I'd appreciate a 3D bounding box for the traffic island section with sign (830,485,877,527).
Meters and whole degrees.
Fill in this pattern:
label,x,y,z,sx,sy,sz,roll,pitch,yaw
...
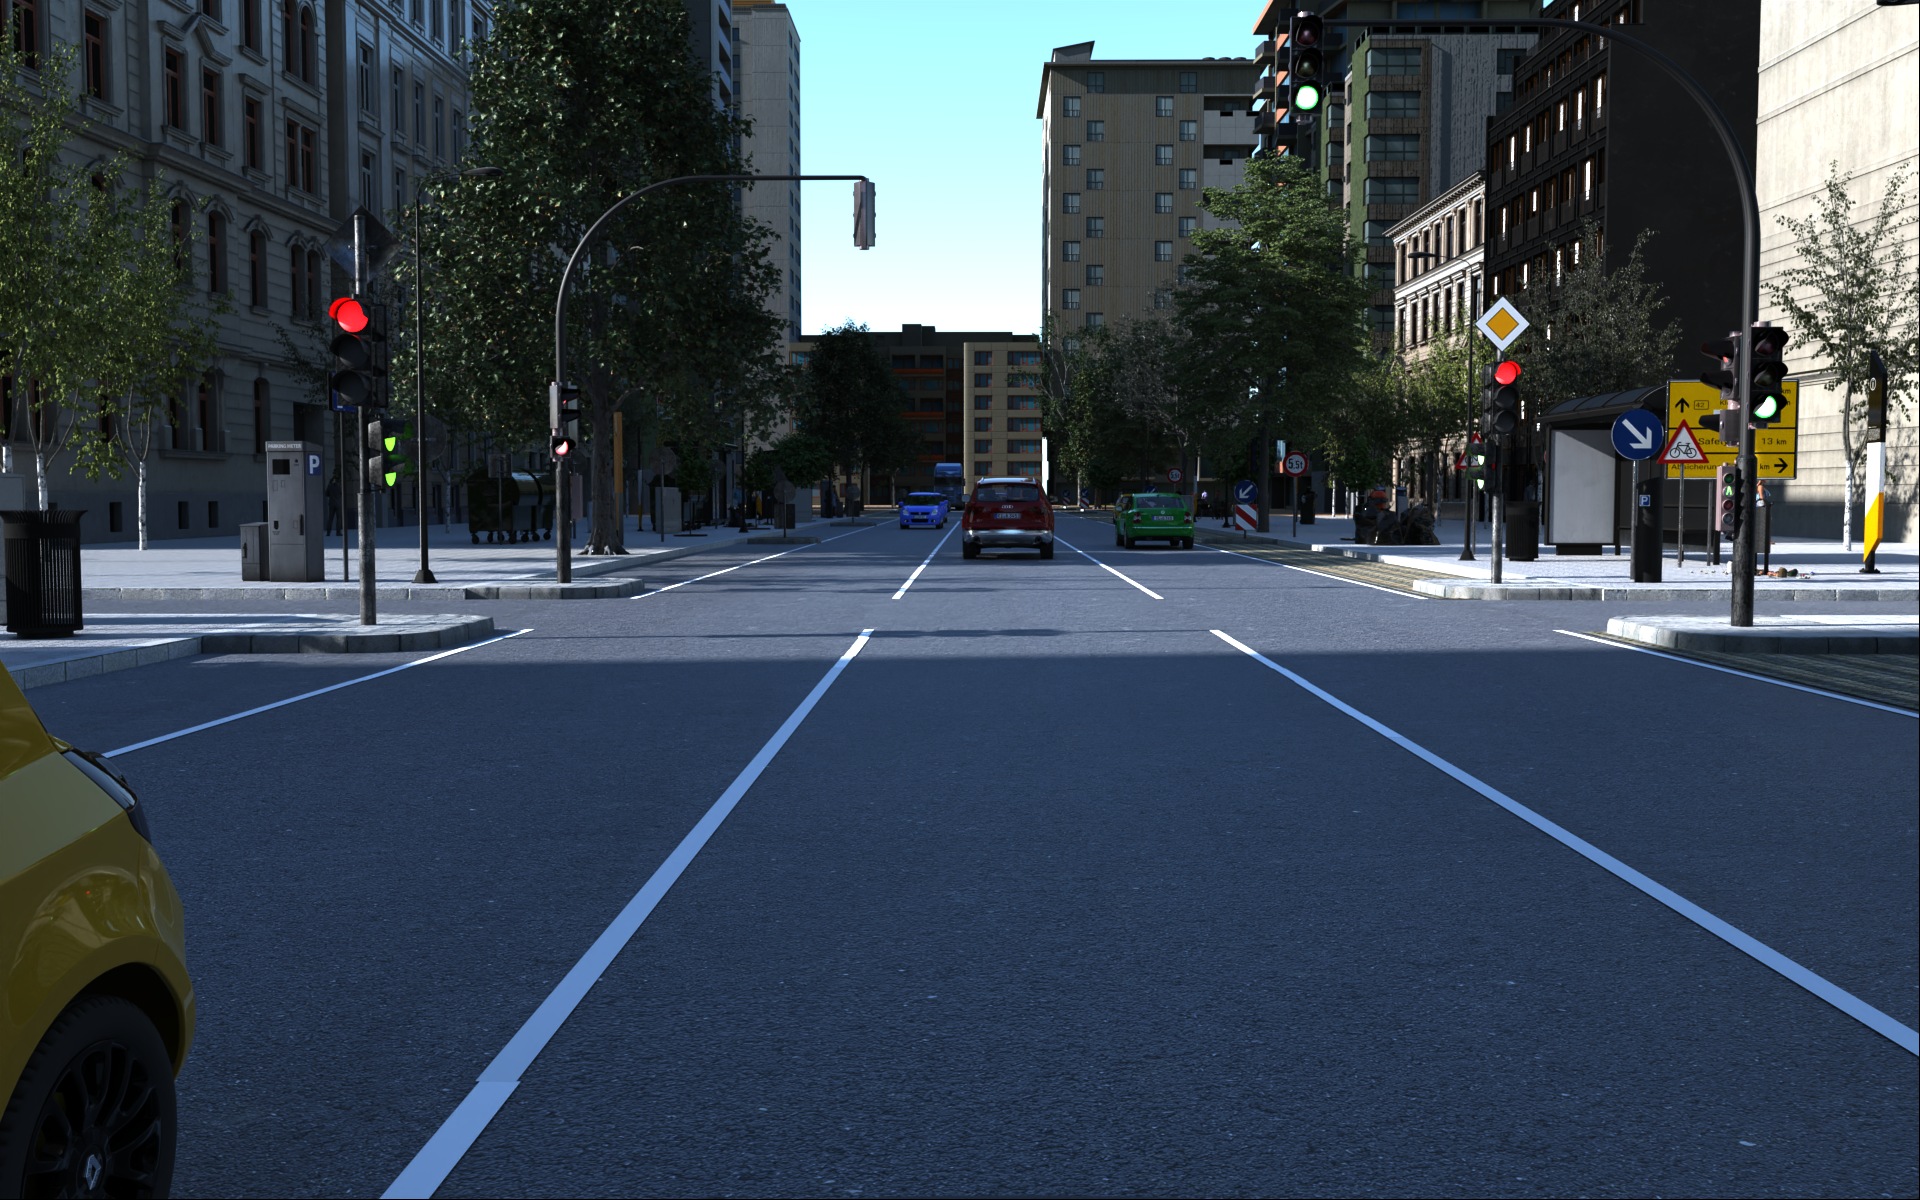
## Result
label,x,y,z,sx,sy,sz,roll,pitch,yaw
traffic island section with sign,-4.736,-4.206,77.392,1.989,1.847,2.006,0,4,1

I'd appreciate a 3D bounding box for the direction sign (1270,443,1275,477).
label,x,y,z,sx,sy,sz,roll,pitch,yaw
direction sign,13.565,-5.196,76.947,0.876,3.537,0.379,-1,4,-17

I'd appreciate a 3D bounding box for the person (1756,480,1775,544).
label,x,y,z,sx,sy,sz,roll,pitch,yaw
person,20.278,-2.310,43.914,0.778,1.811,0.616,1,4,19

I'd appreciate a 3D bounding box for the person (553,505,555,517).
label,x,y,z,sx,sy,sz,roll,pitch,yaw
person,-16.925,-4.002,71.504,0.581,1.822,0.654,0,4,-1

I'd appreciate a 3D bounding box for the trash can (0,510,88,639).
label,x,y,z,sx,sy,sz,roll,pitch,yaw
trash can,-8.213,-0.237,15.522,0.748,1.137,0.748,0,3,0

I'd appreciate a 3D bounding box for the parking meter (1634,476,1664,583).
label,x,y,z,sx,sy,sz,roll,pitch,yaw
parking meter,10.007,-1.024,25.148,0.372,1.533,0.369,0,3,0

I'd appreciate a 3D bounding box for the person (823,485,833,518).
label,x,y,z,sx,sy,sz,roll,pitch,yaw
person,-7.024,-5.270,92.621,0.576,1.772,0.534,1,4,22

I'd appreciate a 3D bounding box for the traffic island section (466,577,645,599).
label,x,y,z,sx,sy,sz,roll,pitch,yaw
traffic island section,-5.730,-0.167,25.004,2.009,0.180,2.903,0,4,1

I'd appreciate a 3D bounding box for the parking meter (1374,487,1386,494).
label,x,y,z,sx,sy,sz,roll,pitch,yaw
parking meter,14.247,-3.082,58.796,0.372,1.533,0.369,0,3,0

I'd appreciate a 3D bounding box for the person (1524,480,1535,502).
label,x,y,z,sx,sy,sz,roll,pitch,yaw
person,22.213,-3.749,67.437,0.850,1.850,0.679,0,4,5

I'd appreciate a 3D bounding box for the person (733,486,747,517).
label,x,y,z,sx,sy,sz,roll,pitch,yaw
person,-10.584,-4.724,83.306,0.660,1.820,0.620,0,4,-8

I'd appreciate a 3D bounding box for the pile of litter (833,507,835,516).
label,x,y,z,sx,sy,sz,roll,pitch,yaw
pile of litter,-7.498,-5.255,99.885,1.719,0.858,1.176,0,4,-4

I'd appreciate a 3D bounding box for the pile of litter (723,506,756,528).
label,x,y,z,sx,sy,sz,roll,pitch,yaw
pile of litter,-8.531,-3.243,66.989,1.176,0.858,1.719,-2,4,-32

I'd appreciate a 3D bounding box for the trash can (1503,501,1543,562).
label,x,y,z,sx,sy,sz,roll,pitch,yaw
trash can,10.734,-1.310,33.066,0.748,1.137,0.748,0,3,0

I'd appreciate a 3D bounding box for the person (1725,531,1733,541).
label,x,y,z,sx,sy,sz,roll,pitch,yaw
person,21.282,-2.494,47.095,0.850,1.792,0.678,1,4,19

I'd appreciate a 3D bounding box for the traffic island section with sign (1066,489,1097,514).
label,x,y,z,sx,sy,sz,roll,pitch,yaw
traffic island section with sign,9.013,-7.250,127.161,1.989,1.847,2.006,0,4,1

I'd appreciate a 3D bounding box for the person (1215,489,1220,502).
label,x,y,z,sx,sy,sz,roll,pitch,yaw
person,25.038,-9.915,168.880,0.721,1.743,1.217,2,4,28

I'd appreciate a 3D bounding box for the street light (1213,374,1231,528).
label,x,y,z,sx,sy,sz,roll,pitch,yaw
street light,9.640,-5.717,66.008,1.470,5.913,1.316,0,4,1

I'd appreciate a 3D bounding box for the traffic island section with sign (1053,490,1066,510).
label,x,y,z,sx,sy,sz,roll,pitch,yaw
traffic island section with sign,9.371,-8.946,154.901,1.989,1.847,2.006,0,4,1

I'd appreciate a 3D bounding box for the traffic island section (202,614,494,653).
label,x,y,z,sx,sy,sz,roll,pitch,yaw
traffic island section,-5.831,0.322,17.020,2.009,0.180,2.903,0,4,1

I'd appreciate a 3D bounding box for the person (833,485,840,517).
label,x,y,z,sx,sy,sz,roll,pitch,yaw
person,-7.090,-5.595,97.610,0.616,1.811,0.778,2,4,24

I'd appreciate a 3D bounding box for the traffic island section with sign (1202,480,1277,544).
label,x,y,z,sx,sy,sz,roll,pitch,yaw
traffic island section with sign,8.038,-2.534,50.055,1.989,1.847,2.006,0,4,1

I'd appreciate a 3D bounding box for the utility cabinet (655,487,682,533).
label,x,y,z,sx,sy,sz,roll,pitch,yaw
utility cabinet,-9.471,-2.914,56.330,0.318,1.500,1.173,1,4,20

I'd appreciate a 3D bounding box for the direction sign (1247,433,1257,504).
label,x,y,z,sx,sy,sz,roll,pitch,yaw
direction sign,10.778,-4.405,64.024,0.379,3.537,0.876,-1,4,-12

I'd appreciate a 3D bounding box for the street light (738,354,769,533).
label,x,y,z,sx,sy,sz,roll,pitch,yaw
street light,-6.662,-5.193,57.452,1.470,5.913,1.316,0,4,1

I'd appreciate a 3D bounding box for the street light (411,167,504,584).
label,x,y,z,sx,sy,sz,roll,pitch,yaw
street light,-7.176,-3.195,24.779,1.470,5.913,1.316,0,4,1

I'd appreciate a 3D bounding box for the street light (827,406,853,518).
label,x,y,z,sx,sy,sz,roll,pitch,yaw
street light,-6.305,-7.243,90.964,1.470,5.913,1.316,0,4,1

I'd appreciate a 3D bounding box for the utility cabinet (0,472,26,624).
label,x,y,z,sx,sy,sz,roll,pitch,yaw
utility cabinet,-9.686,-0.526,17.275,1.173,1.500,0.318,3,5,40

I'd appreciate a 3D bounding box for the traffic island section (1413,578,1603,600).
label,x,y,z,sx,sy,sz,roll,pitch,yaw
traffic island section,7.711,-0.156,24.829,2.009,0.180,2.903,0,4,1

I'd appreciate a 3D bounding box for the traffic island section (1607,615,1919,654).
label,x,y,z,sx,sy,sz,roll,pitch,yaw
traffic island section,7.609,0.332,16.845,2.009,0.180,2.903,0,4,1

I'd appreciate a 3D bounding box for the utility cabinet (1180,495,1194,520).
label,x,y,z,sx,sy,sz,roll,pitch,yaw
utility cabinet,10.942,-4.485,84.491,0.306,1.237,1.020,-3,5,-44

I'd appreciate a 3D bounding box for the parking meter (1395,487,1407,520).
label,x,y,z,sx,sy,sz,roll,pitch,yaw
parking meter,14.975,-3.082,58.797,0.372,1.533,0.369,0,3,0

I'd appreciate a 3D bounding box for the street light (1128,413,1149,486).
label,x,y,z,sx,sy,sz,roll,pitch,yaw
street light,10.176,-7.715,98.682,1.470,5.913,1.316,0,4,1

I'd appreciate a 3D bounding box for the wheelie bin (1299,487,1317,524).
label,x,y,z,sx,sy,sz,roll,pitch,yaw
wheelie bin,14.755,-4.003,73.361,0.693,1.594,0.980,1,4,22

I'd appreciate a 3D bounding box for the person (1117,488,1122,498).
label,x,y,z,sx,sy,sz,roll,pitch,yaw
person,15.161,-9.650,163.911,0.705,1.814,1.350,-1,4,-9

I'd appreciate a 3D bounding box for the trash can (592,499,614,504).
label,x,y,z,sx,sy,sz,roll,pitch,yaw
trash can,-10.533,-2.425,51.300,0.748,1.137,0.748,0,3,0

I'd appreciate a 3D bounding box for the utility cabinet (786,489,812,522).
label,x,y,z,sx,sy,sz,roll,pitch,yaw
utility cabinet,-7.245,-4.222,77.702,1.173,1.500,0.318,0,4,-1

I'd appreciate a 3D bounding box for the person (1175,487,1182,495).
label,x,y,z,sx,sy,sz,roll,pitch,yaw
person,13.892,-6.299,109.559,1.217,1.766,0.721,3,4,37

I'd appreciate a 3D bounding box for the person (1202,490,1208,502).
label,x,y,z,sx,sy,sz,roll,pitch,yaw
person,25.419,-10.479,179.696,0.709,1.838,0.599,0,4,4

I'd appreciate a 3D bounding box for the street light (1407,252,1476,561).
label,x,y,z,sx,sy,sz,roll,pitch,yaw
street light,9.268,-3.718,33.333,1.470,5.913,1.316,0,4,1

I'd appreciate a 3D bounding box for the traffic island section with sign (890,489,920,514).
label,x,y,z,sx,sy,sz,roll,pitch,yaw
traffic island section with sign,-4.118,-7.225,126.751,1.989,1.847,2.006,0,4,1

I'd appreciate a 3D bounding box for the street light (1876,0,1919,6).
label,x,y,z,sx,sy,sz,roll,pitch,yaw
street light,9.154,-2.666,16.136,1.470,5.913,1.316,0,4,1

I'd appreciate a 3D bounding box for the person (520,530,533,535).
label,x,y,z,sx,sy,sz,roll,pitch,yaw
person,-13.651,-2.946,54.396,0.537,1.800,0.526,2,4,28

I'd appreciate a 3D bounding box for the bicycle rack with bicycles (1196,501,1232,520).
label,x,y,z,sx,sy,sz,roll,pitch,yaw
bicycle rack with bicycles,12.543,-4.531,87.467,2.852,0.926,2.925,2,4,25

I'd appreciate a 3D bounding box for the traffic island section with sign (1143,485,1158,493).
label,x,y,z,sx,sy,sz,roll,pitch,yaw
traffic island section with sign,8.390,-4.229,77.774,1.989,1.847,2.006,0,4,1

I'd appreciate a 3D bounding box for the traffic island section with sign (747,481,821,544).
label,x,y,z,sx,sy,sz,roll,pitch,yaw
traffic island section with sign,-5.077,-2.553,50.376,1.989,1.847,2.006,0,4,1

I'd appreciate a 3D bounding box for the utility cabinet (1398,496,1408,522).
label,x,y,z,sx,sy,sz,roll,pitch,yaw
utility cabinet,13.714,-2.597,53.621,0.306,1.237,1.020,1,4,13

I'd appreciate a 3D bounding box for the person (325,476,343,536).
label,x,y,z,sx,sy,sz,roll,pitch,yaw
person,-19.114,-2.885,53.026,0.655,1.846,0.447,0,4,5
